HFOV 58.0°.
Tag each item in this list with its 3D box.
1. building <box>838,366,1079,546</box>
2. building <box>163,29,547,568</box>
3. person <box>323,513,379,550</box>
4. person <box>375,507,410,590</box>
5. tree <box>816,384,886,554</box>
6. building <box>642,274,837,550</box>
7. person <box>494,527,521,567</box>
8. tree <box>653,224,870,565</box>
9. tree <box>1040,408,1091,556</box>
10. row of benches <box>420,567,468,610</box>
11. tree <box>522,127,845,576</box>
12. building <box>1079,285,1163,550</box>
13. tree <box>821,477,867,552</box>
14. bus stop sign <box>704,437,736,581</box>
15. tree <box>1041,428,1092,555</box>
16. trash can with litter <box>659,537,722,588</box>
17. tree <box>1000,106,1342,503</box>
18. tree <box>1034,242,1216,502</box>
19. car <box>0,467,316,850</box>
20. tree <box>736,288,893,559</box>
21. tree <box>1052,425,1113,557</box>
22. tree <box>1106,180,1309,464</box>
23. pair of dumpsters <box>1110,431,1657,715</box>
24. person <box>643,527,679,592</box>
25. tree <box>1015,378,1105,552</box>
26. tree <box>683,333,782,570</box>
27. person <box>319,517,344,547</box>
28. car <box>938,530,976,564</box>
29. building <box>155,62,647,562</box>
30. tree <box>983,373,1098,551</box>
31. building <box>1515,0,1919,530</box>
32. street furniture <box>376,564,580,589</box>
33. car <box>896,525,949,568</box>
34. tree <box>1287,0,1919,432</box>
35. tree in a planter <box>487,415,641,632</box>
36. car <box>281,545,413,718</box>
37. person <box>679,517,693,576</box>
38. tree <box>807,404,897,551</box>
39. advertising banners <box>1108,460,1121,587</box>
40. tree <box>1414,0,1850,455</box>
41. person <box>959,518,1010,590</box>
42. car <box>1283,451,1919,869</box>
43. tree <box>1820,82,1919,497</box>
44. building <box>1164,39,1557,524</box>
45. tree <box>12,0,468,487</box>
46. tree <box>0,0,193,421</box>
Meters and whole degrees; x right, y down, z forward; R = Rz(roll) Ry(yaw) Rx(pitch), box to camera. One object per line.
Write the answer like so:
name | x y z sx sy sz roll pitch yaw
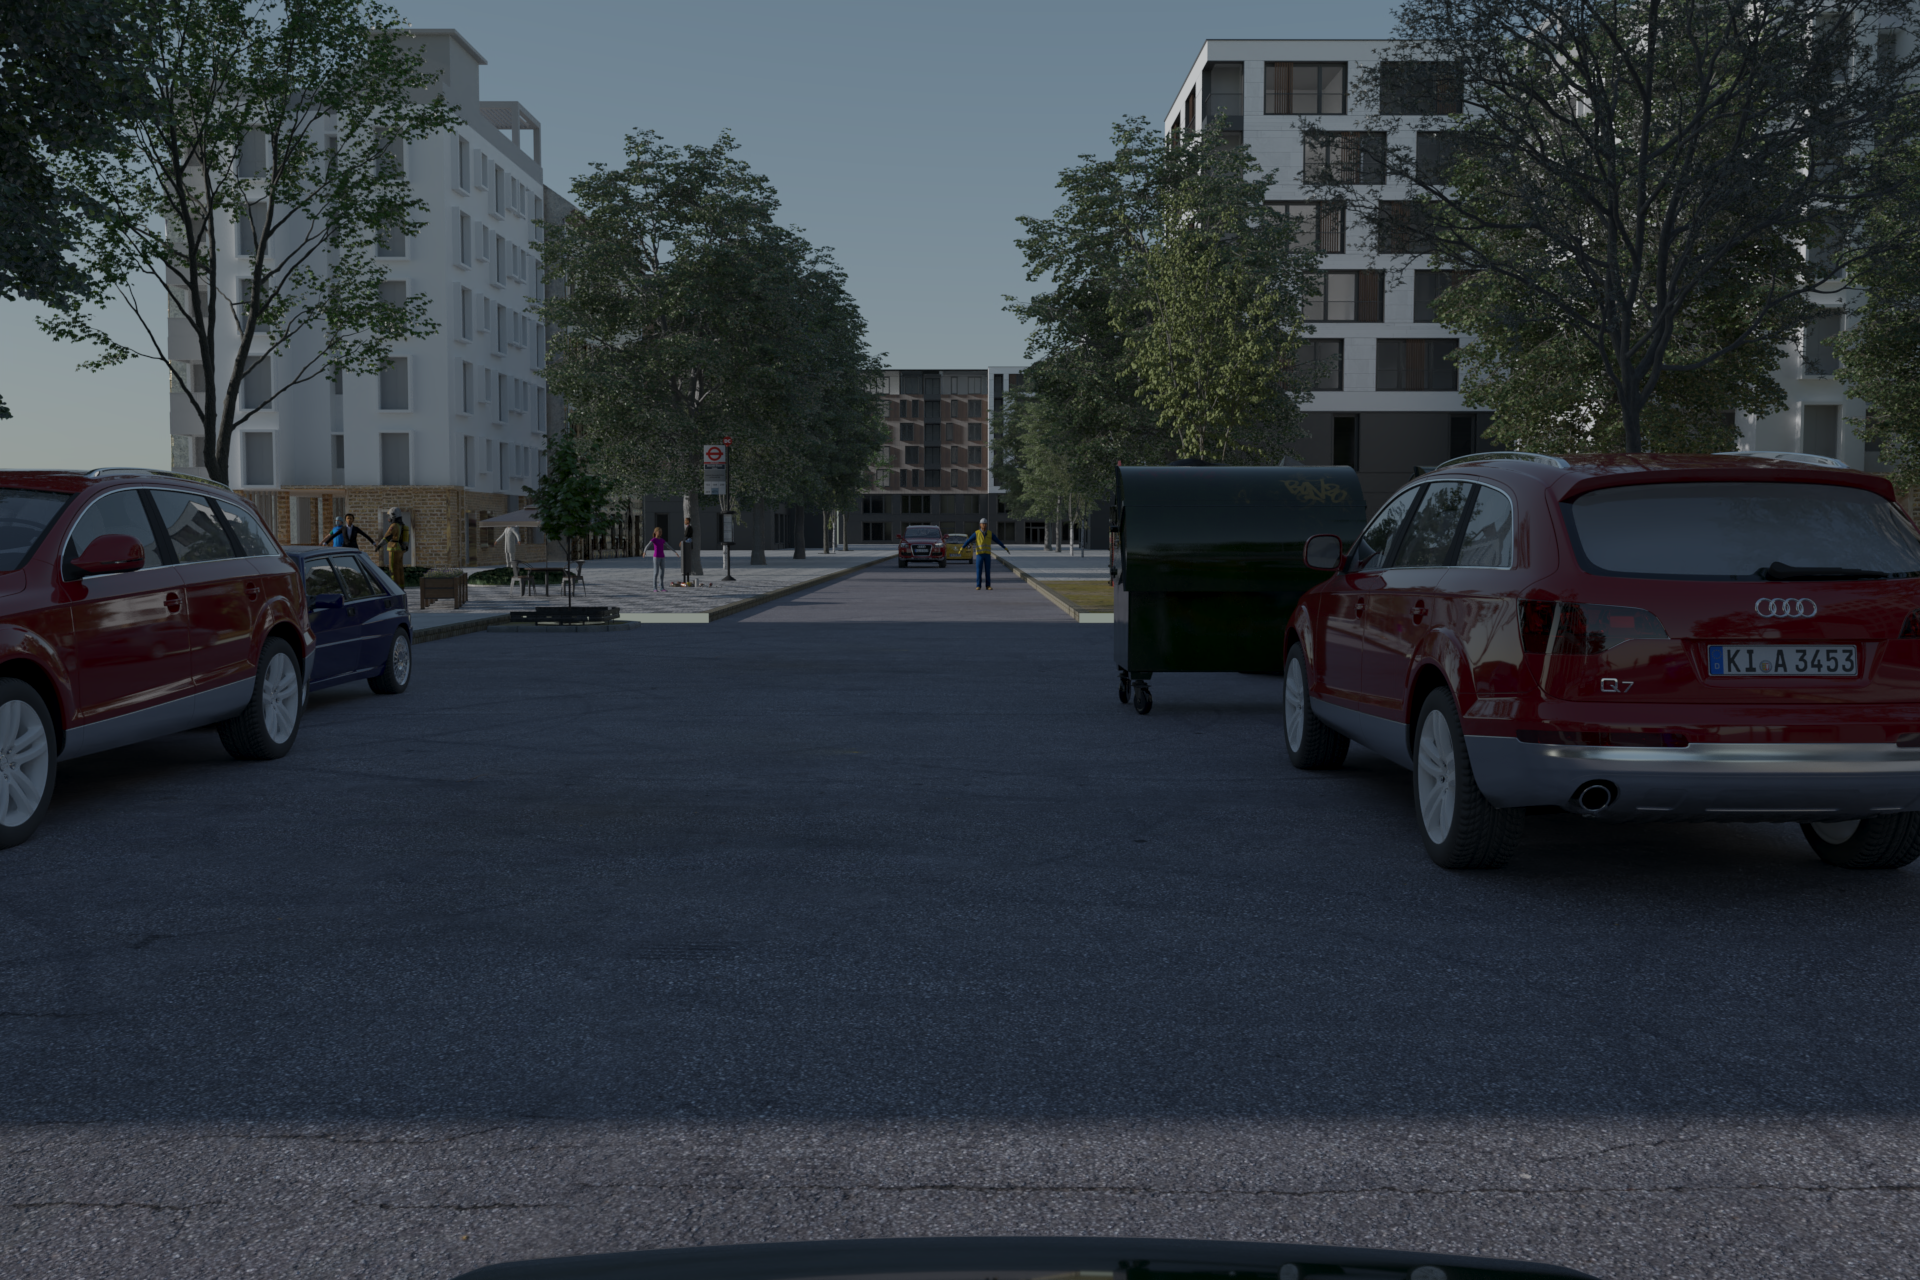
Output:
building | 1.272 -23.063 223.507 32.646 21.610 27.936 0 3 0
building | -23.910 -12.840 66.354 16.016 20.090 11.380 0 3 0
person | -13.445 -1.924 38.172 1.216 1.740 0.721 -1 4 -14
person | -12.116 -1.919 37.139 0.705 1.858 1.354 1 4 9
tree | -8.625 -11.370 111.654 9.928 11.665 9.643 0 3 0
building | -25.692 -18.873 152.544 27.936 21.610 32.646 0 4 -1
person | -15.354 -3.231 59.017 1.347 1.806 0.705 3 4 37
tree | -8.505 -10.102 71.831 9.857 13.997 8.962 0 3 0
tree | 6.376 -9.246 101.529 4.360 8.622 3.978 0 3 0
row of benches | -9.289 -0.965 31.239 1.422 0.672 4.104 -1 4 -13
tree | -8.421 -8.974 53.387 9.857 13.997 8.962 0 3 0
building | 24.680 -19.238 158.513 27.936 21.610 32.646 0 3 0
tree | -8.577 -10.406 120.498 4.737 8.622 4.395 0 3 0
bus stop sign | -6.573 -3.595 47.476 0.855 3.939 0.416 0 4 0
tree | 6.699 -9.608 107.456 4.360 8.622 3.978 0 3 0
trash can with litter | -6.554 -1.926 42.552 1.678 1.210 2.233 0 4 1
tree | 6.276 -8.841 51.206 9.857 13.997 8.962 0 3 0
tree | 6.668 -9.172 68.091 7.486 12.596 7.792 0 3 0
car | -5.318 -0.052 9.526 2.281 1.827 5.304 0 4 0
tree | -8.141 -11.127 88.588 9.857 13.997 8.962 0 3 0
tree | 6.558 -8.818 94.532 4.360 8.622 3.978 0 3 0
tree | 4.985 -5.248 36.175 4.737 8.622 4.395 0 3 0
pair of dumpsters | 3.444 -0.568 14.245 4.436 2.255 1.574 0 4 -1
person | -6.623 -1.777 38.317 0.599 1.433 0.991 3 5 42
tree | 7.237 -12.409 121.013 7.486 12.596 7.792 0 3 0
tree | -8.707 -6.848 62.324 4.360 8.622 3.978 0 3 0
person | -19.145 -2.892 53.418 1.347 1.817 0.704 1 4 18
car | -0.201 -4.498 83.773 2.015 1.641 3.980 0 4 0
building | -27.365 -15.794 89.168 19.493 23.208 18.063 0 4 1
tree | 6.593 -13.729 131.124 9.857 13.997 8.962 0 3 0
building | 26.101 -12.675 63.650 16.016 20.090 11.380 0 4 0
street furniture | -15.003 -1.737 44.027 10.072 0.657 5.734 2 4 26
car | -1.604 -4.058 75.025 2.281 1.827 5.304 0 4 0
tree | 10.060 -7.046 25.580 12.009 13.543 11.850 0 3 0
tree in a planter | -5.919 -1.770 26.158 1.991 3.239 1.994 0 3 0
car | -5.864 -0.102 14.255 1.945 1.354 3.894 0 3 0
person | -8.432 -2.902 53.665 0.704 1.802 1.346 0 4 4
tree | -8.492 -12.448 129.282 9.928 11.665 9.643 0 3 0
advertising banners | 3.740 -2.791 41.814 0.090 3.025 2.074 0 4 -2
tree | 14.793 -8.087 38.881 9.857 13.997 8.962 0 3 0
person | 0.613 -2.202 44.431 1.349 1.833 0.705 -1 4 -10
car | 3.043 -0.017 8.943 2.281 1.827 5.304 0 3 0
tree | 26.492 -8.352 43.209 9.857 13.997 8.962 0 3 0
building | 24.004 -14.941 88.262 27.936 21.610 32.646 0 4 0
tree | -11.814 -6.221 27.474 9.928 11.665 9.643 0 3 0
tree | -12.048 -6.718 16.503 9.857 13.997 8.962 0 3 0
